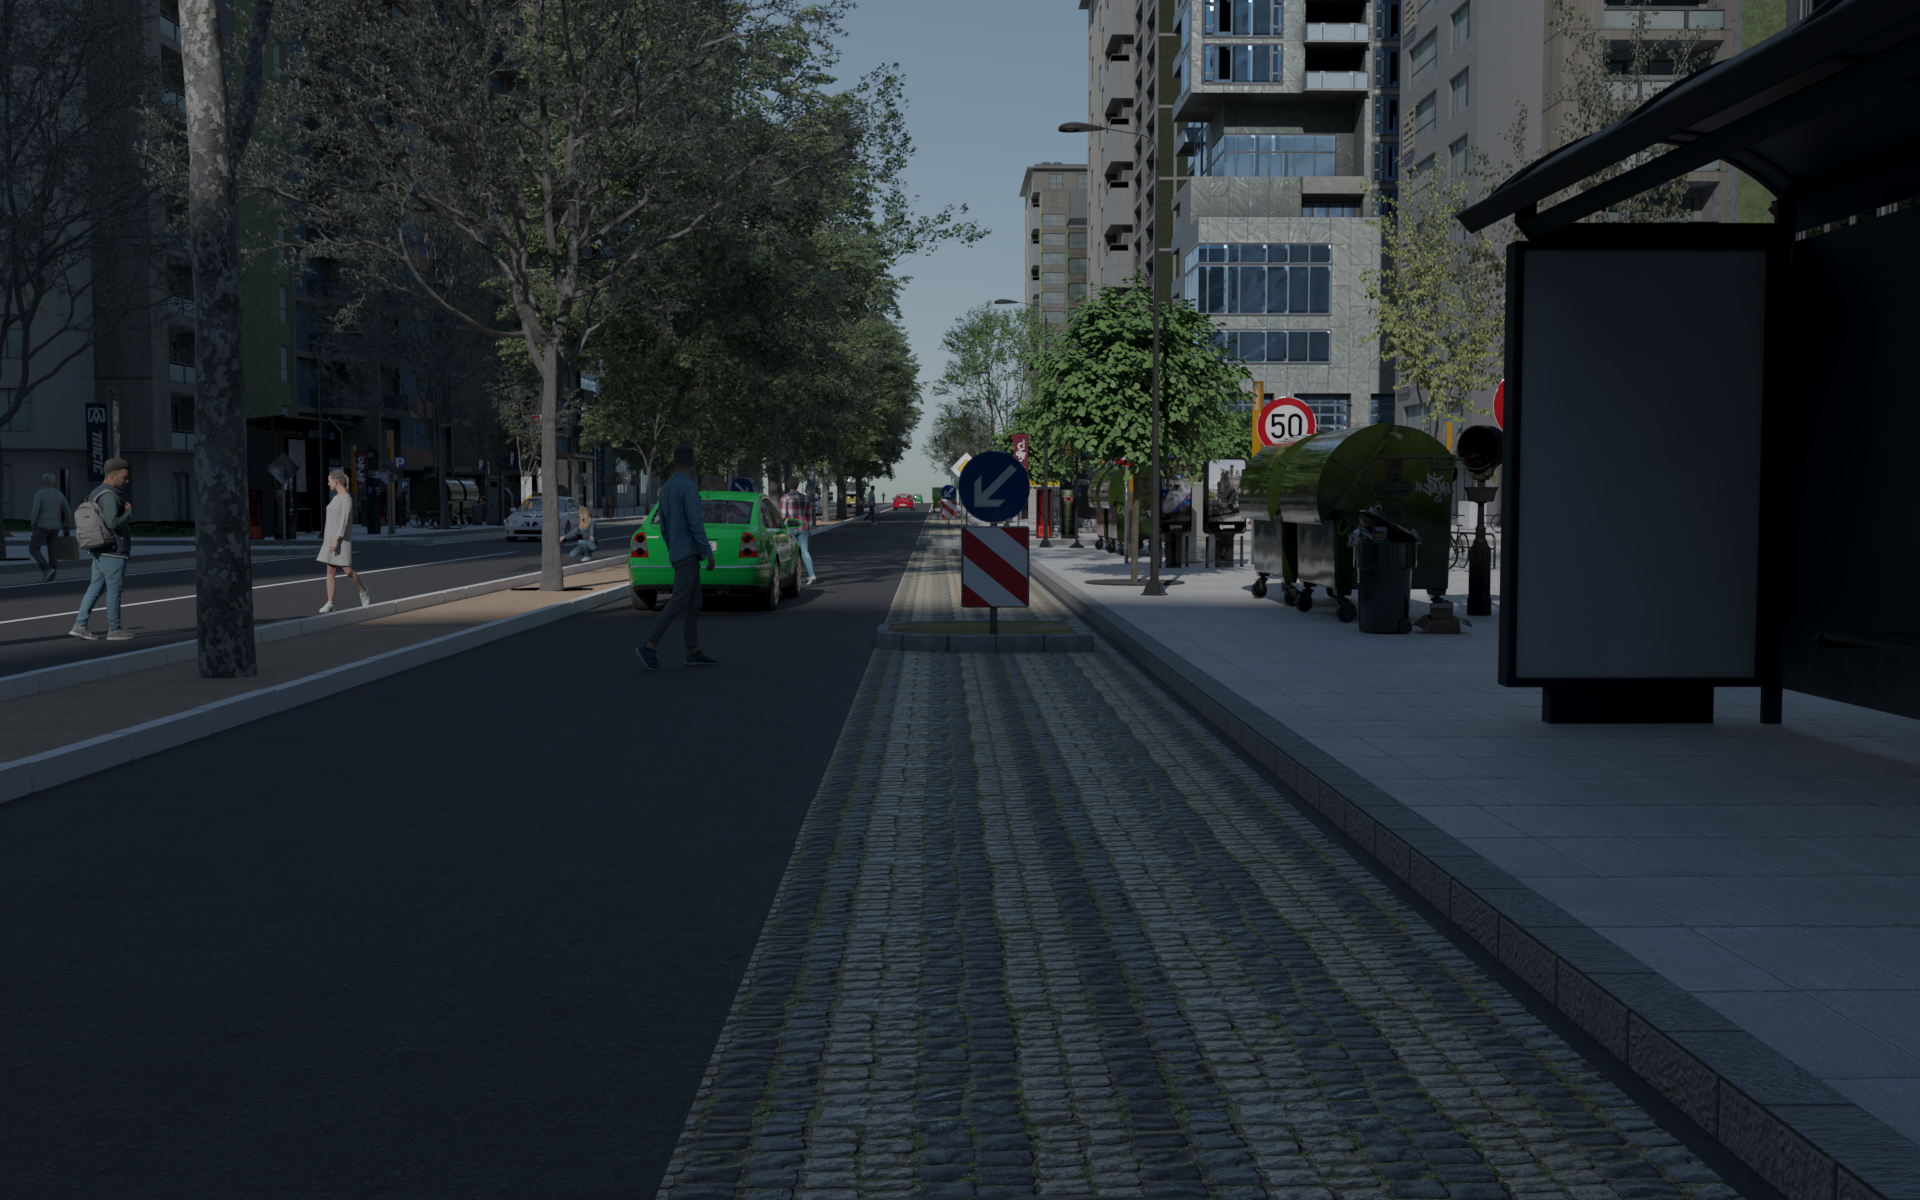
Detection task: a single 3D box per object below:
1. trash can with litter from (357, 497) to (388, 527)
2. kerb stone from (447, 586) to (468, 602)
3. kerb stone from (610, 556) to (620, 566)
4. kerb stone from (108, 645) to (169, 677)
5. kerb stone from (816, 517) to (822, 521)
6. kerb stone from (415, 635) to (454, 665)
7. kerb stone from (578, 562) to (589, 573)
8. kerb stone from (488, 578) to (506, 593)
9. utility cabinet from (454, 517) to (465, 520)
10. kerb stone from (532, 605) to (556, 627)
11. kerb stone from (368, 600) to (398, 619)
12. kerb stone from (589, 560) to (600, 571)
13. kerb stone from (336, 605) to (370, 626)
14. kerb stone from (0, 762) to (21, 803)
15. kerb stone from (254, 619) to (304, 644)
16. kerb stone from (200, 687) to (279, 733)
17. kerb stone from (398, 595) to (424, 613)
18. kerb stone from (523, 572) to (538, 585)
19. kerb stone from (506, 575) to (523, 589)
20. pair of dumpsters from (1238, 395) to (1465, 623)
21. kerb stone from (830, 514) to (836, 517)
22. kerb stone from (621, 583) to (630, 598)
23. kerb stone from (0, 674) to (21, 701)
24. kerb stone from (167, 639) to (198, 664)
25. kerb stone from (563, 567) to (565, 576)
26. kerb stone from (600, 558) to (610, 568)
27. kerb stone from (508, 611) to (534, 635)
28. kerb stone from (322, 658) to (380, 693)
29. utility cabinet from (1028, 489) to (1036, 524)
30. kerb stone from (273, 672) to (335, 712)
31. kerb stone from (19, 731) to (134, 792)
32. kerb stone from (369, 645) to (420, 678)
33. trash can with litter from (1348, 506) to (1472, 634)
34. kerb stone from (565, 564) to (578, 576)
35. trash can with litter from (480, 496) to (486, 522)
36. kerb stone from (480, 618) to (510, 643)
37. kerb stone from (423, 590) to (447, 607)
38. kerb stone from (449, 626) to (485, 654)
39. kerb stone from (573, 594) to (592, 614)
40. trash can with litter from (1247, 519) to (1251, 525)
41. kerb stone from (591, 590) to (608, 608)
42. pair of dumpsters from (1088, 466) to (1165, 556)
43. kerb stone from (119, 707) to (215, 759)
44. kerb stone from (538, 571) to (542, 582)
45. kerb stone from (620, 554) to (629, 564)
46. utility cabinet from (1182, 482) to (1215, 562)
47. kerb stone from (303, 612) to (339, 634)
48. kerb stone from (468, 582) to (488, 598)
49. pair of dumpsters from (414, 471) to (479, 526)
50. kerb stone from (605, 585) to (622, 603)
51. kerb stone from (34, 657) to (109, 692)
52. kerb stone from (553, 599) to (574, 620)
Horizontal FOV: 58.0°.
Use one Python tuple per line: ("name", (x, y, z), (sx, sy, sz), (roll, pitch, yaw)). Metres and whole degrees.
("trash can with litter", (-23.101, -3.469, 68.112), (1.055, 1.170, 0.624), (-3, 5, -44))
("kerb stone", (-6.810, -0.060, 23.178), (0.120, 0.150, 1.000), (0, 4, -1))
("kerb stone", (-6.958, -0.749, 34.456), (0.120, 0.150, 1.000), (0, 4, -1))
("kerb stone", (-6.678, 0.506, 13.956), (0.120, 0.150, 1.000), (0, 4, -1))
("kerb stone", (-7.813, -4.534, 96.434), (0.120, 0.150, 1.000), (0, 4, -1))
("kerb stone", (-4.594, 0.444, 14.972), (0.120, 0.150, 1.000), (0, 4, -1))
("kerb stone", (-6.924, -0.562, 31.383), (0.120, 0.150, 1.000), (0, 4, -1))
("kerb stone", (-6.836, -0.186, 25.231), (0.120, 0.150, 1.000), (0, 4, -1))
("utility cabinet", (-24.736, -4.544, 85.454), (0.306, 1.237, 1.020), (-3, 5, -44))
("kerb stone", (-4.649, 0.191, 19.072), (0.120, 0.150, 1.000), (0, 4, -1))
("kerb stone", (-6.770, 0.128, 20.103), (0.120, 0.150, 1.000), (0, 4, -1))
("kerb stone", (-6.935, -0.622, 32.406), (0.120, 0.150, 1.000), (0, 4, -1))
("kerb stone", (-6.754, 0.191, 19.079), (0.120, 0.150, 1.000), (0, 4, -1))
("kerb stone", (-4.504, 0.882, 7.795), (0.120, 0.150, 1.000), (0, 4, -1))
("kerb stone", (-6.726, 0.316, 17.033), (0.120, 0.150, 1.000), (0, 4, -1))
("kerb stone", (-4.538, 0.693, 10.866), (0.120, 0.150, 1.000), (0, 4, -1))
("kerb stone", (-6.779, 0.065, 21.131), (0.120, 0.150, 1.000), (0, 4, -1))
("kerb stone", (-6.866, -0.311, 27.279), (0.120, 0.150, 1.000), (0, 4, -1))
("kerb stone", (-6.850, -0.248, 26.253), (0.120, 0.150, 1.000), (0, 4, -1))
("pair of dumpsters", (4.232, -1.021, 19.183), (1.574, 2.255, 4.437), (0, 4, -1))
("kerb stone", (-7.989, -5.294, 108.760), (0.120, 0.150, 1.000), (0, 4, -1))
("kerb stone", (-4.728, -0.122, 24.192), (0.120, 0.150, 1.000), (0, 4, -1))
("kerb stone", (-6.656, 0.633, 11.911), (0.120, 0.150, 1.000), (0, 4, -1))
("kerb stone", (-6.693, 0.443, 14.978), (0.120, 0.150, 1.000), (0, 4, -1))
("kerb stone", (-6.897, -0.436, 29.328), (0.120, 0.150, 1.000), (0, 4, -1))
("kerb stone", (-6.953, -0.686, 33.429), (0.120, 0.150, 1.000), (0, 4, -1))
("kerb stone", (-4.642, 0.254, 18.050), (0.120, 0.150, 1.000), (0, 4, -1))
("kerb stone", (-4.569, 0.571, 12.920), (0.120, 0.150, 1.000), (0, 4, -1))
("utility cabinet", (3.436, -3.981, 73.761), (1.173, 1.500, 0.318), (3, 5, 41))
("kerb stone", (-4.545, 0.637, 11.889), (0.120, 0.150, 1.000), (0, 4, -1))
("kerb stone", (-4.513, 0.824, 8.817), (0.120, 0.150, 1.000), (0, 4, -1))
("kerb stone", (-4.580, 0.504, 13.947), (0.120, 0.150, 1.000), (0, 4, -1))
("trash can with litter", (4.162, -0.284, 16.039), (1.055, 1.170, 0.624), (0, 4, 0))
("kerb stone", (-6.912, -0.499, 30.358), (0.120, 0.150, 1.000), (0, 4, -1))
("trash can with litter", (-21.957, -4.183, 79.783), (0.624, 1.170, 1.055), (0, 4, -5))
("kerb stone", (-4.629, 0.317, 17.018), (0.120, 0.150, 1.000), (0, 4, -1))
("kerb stone", (-6.800, 0.003, 22.153), (0.120, 0.150, 1.000), (0, 4, -1))
("kerb stone", (-4.606, 0.379, 15.996), (0.120, 0.150, 1.000), (0, 4, -1))
("kerb stone", (-4.672, 0.066, 21.116), (0.120, 0.150, 1.000), (0, 4, -1))
("trash can with litter", (11.988, -3.752, 72.736), (1.055, 1.170, 0.624), (0, 4, -4))
("kerb stone", (-4.692, 0.003, 22.144), (0.120, 0.150, 1.000), (0, 4, -1))
("pair of dumpsters", (3.764, -2.160, 37.808), (1.574, 2.255, 4.437), (0, 4, -1))
("kerb stone", (-4.522, 0.759, 9.843), (0.120, 0.150, 1.000), (0, 4, -1))
("kerb stone", (-6.878, -0.373, 28.301), (0.120, 0.150, 1.000), (0, 4, -1))
("kerb stone", (-6.980, -0.812, 35.478), (0.120, 0.150, 1.000), (0, 4, -1))
("utility cabinet", (4.442, -1.453, 32.443), (0.318, 1.500, 1.173), (3, 5, 40))
("kerb stone", (-6.735, 0.257, 18.057), (0.120, 0.150, 1.000), (0, 4, -1))
("kerb stone", (-6.819, -0.123, 24.209), (0.120, 0.150, 1.000), (0, 4, -1))
("pair of dumpsters", (-21.038, -4.190, 70.999), (1.574, 2.255, 4.437), (0, 4, -1))
("kerb stone", (-4.704, -0.059, 23.170), (0.120, 0.150, 1.000), (0, 4, -1))
("kerb stone", (-6.673, 0.566, 12.934), (0.120, 0.150, 1.000), (0, 4, -1))
("kerb stone", (-4.668, 0.129, 20.094), (0.120, 0.150, 1.000), (0, 4, -1))
